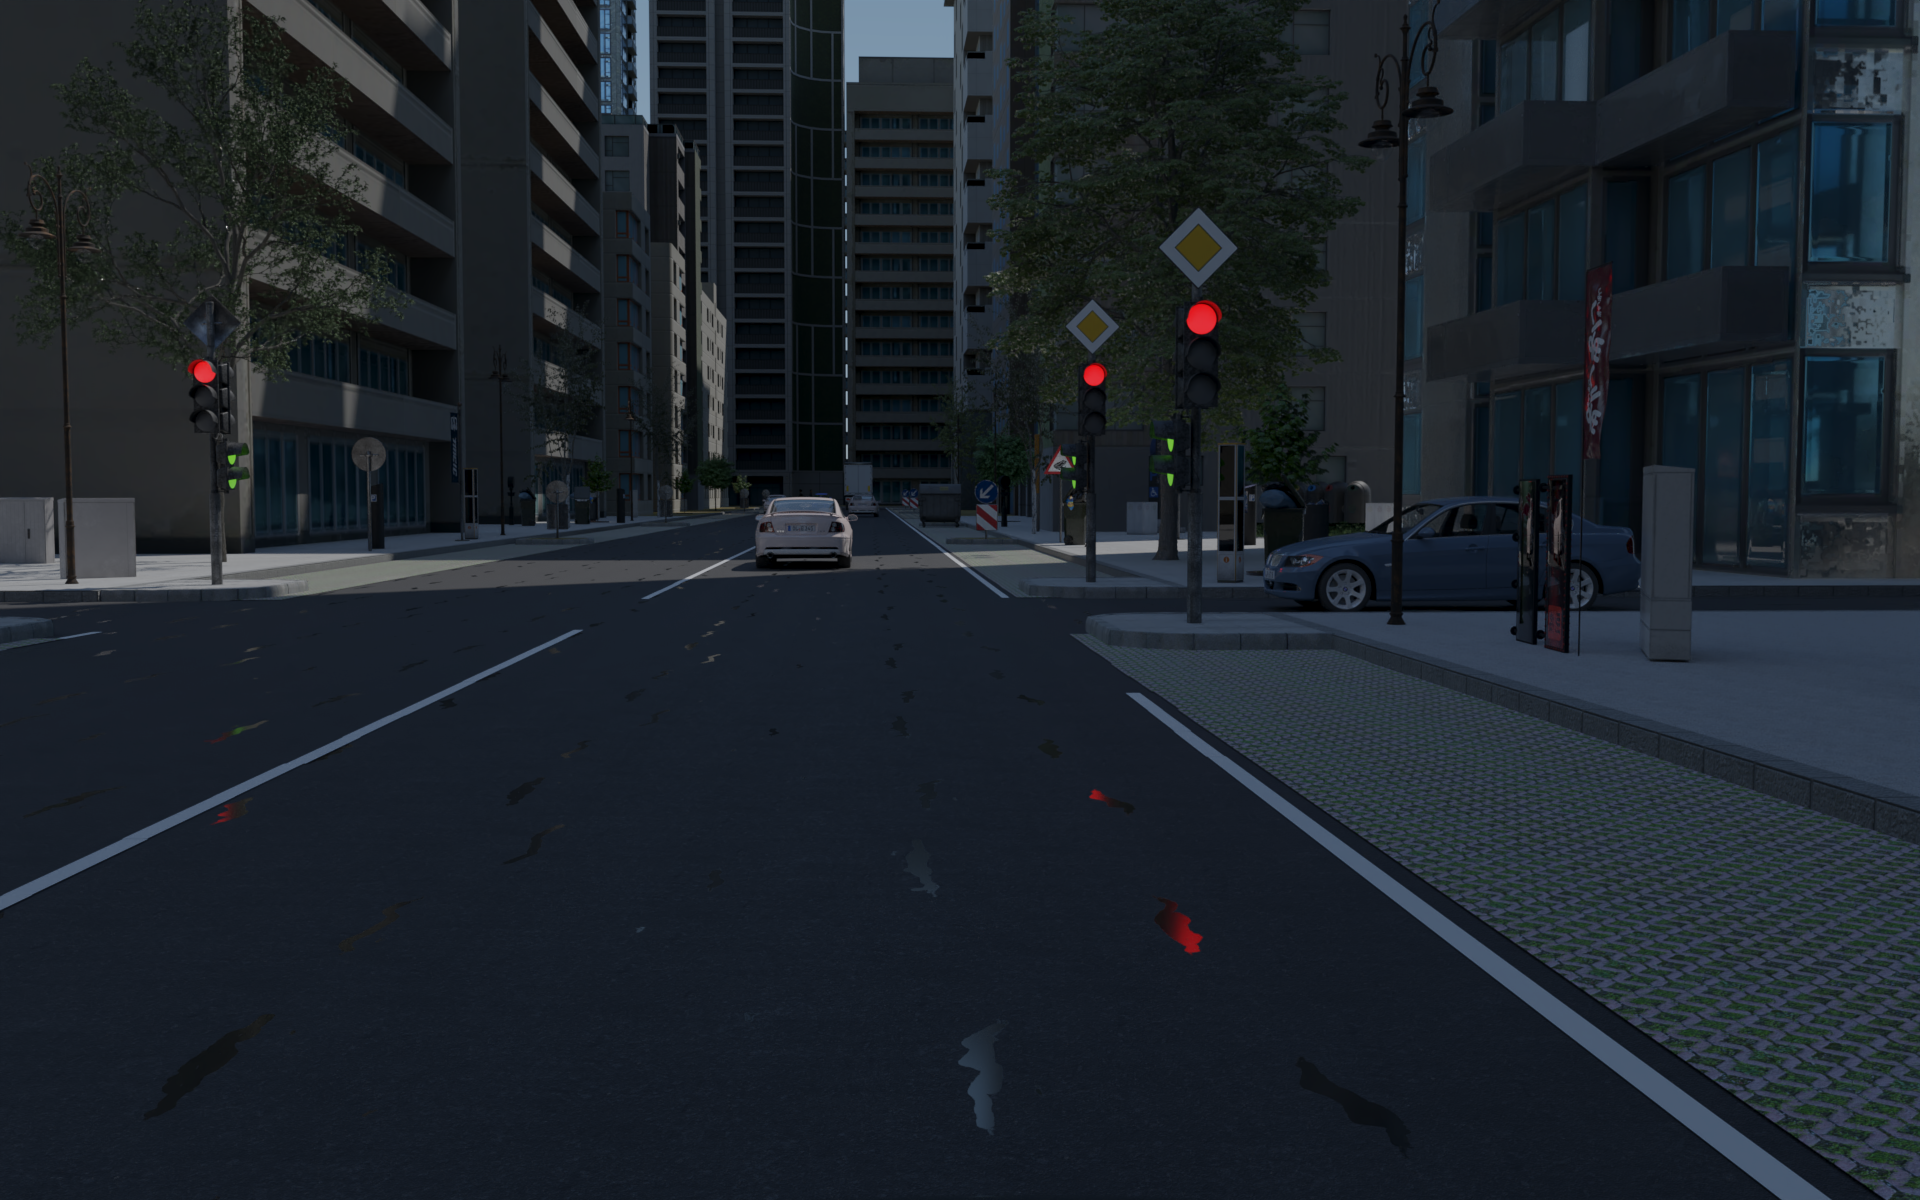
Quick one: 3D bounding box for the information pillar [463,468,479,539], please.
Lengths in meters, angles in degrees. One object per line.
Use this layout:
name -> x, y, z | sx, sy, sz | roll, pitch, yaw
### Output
information pillar -> -13.836, -2.722, 49.001 | 0.304, 2.012, 0.304 | 0, 4, 7

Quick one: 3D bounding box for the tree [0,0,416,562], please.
tree -> -14.056, -5.969, 32.004 | 8.767, 10.594, 7.601 | 1, 4, 11

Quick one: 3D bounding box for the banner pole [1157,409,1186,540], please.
banner pole -> 5.916, -3.583, 48.600 | 0.863, 3.779, 0.401 | 1, 4, 18

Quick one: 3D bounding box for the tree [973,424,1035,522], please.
tree -> 2.060, -5.908, 80.317 | 4.285, 4.588, 4.351 | 0, 3, 0

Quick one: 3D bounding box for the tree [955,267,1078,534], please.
tree -> 2.197, -6.410, 55.165 | 4.360, 8.622, 3.978 | 0, 3, 0

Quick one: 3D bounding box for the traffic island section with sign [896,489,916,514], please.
traffic island section with sign -> -3.498, -7.230, 126.839 | 1.989, 1.847, 2.006 | 0, 4, -3

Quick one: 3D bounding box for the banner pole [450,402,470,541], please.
banner pole -> -13.625, -3.482, 46.951 | 0.401, 3.779, 0.863 | 0, 4, 8

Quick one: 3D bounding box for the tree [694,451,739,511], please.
tree -> -18.449, -9.024, 131.249 | 4.285, 4.588, 4.351 | 0, 3, 0

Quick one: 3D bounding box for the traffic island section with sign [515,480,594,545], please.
traffic island section with sign -> -11.560, -2.507, 49.612 | 1.989, 1.847, 2.006 | 0, 4, -3

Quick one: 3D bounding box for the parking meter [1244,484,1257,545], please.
parking meter -> 7.238, -2.140, 43.400 | 0.372, 1.533, 0.369 | 0, 3, 0

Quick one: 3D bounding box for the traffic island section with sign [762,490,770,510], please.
traffic island section with sign -> -17.100, -8.841, 153.171 | 1.989, 1.847, 2.006 | 0, 4, -3

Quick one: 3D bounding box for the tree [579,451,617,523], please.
tree -> -16.503, -5.119, 78.296 | 1.663, 3.219, 1.824 | 0, 3, 0

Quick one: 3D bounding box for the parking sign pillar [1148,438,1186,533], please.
parking sign pillar -> 6.740, -4.201, 57.158 | 1.447, 3.967, 1.447 | 3, 4, 38

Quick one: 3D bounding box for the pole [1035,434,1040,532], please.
pole -> 2.637, -3.996, 59.177 | 0.158, 3.312, 0.155 | 0, 3, 0

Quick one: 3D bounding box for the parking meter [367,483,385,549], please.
parking meter -> -13.668, -1.964, 40.515 | 0.372, 1.533, 0.369 | 0, 3, 0

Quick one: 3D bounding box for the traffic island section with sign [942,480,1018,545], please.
traffic island section with sign -> 0.604, -2.517, 49.773 | 1.989, 1.847, 2.006 | 0, 4, -3

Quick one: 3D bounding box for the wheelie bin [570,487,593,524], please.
wheelie bin -> -16.007, -3.997, 73.267 | 0.980, 1.594, 0.693 | -1, 4, -10

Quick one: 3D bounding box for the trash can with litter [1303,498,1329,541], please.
trash can with litter -> 7.346, -1.392, 33.813 | 2.233, 1.210, 1.678 | 0, 4, 2

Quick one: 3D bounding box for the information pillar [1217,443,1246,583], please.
information pillar -> 3.917, -1.256, 25.030 | 0.304, 2.012, 0.304 | 2, 4, 33

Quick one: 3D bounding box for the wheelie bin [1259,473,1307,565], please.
wheelie bin -> 4.823, -1.099, 25.873 | 0.693, 1.594, 0.980 | 1, 4, 13

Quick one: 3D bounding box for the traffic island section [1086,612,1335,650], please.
traffic island section -> 2.353, 0.309, 17.236 | 2.009, 0.180, 2.903 | 0, 4, -3

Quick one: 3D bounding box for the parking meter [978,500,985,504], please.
parking meter -> 0.963, -4.279, 75.669 | 0.399, 1.863, 0.255 | 1, 4, 8

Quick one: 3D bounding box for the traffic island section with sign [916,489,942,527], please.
traffic island section with sign -> -0.829, -4.170, 76.815 | 1.989, 1.847, 2.006 | 0, 4, -3

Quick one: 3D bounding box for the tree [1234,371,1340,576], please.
tree -> 5.190, -2.005, 27.381 | 1.663, 3.219, 1.824 | 0, 3, 0

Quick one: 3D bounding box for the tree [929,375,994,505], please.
tree -> 0.013, -9.545, 106.426 | 4.737, 8.622, 4.395 | 0, 3, 0

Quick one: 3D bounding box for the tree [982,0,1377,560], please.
tree -> 4.094, -7.075, 33.809 | 7.486, 12.596, 7.792 | 0, 3, 0

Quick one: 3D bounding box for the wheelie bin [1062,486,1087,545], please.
wheelie bin -> 2.922, -2.194, 43.781 | 0.693, 1.594, 0.980 | 0, 4, 3

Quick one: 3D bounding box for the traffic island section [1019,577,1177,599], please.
traffic island section -> 1.927, -0.179, 25.210 | 2.009, 0.180, 2.903 | 0, 4, -3

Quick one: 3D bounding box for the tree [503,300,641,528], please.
tree -> -15.071, -7.061, 65.812 | 4.360, 8.622, 3.978 | 0, 3, 0

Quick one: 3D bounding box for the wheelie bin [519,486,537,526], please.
wheelie bin -> -17.352, -3.769, 69.534 | 0.693, 1.594, 0.980 | -1, 4, -12

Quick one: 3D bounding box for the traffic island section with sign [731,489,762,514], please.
traffic island section with sign -> -15.649, -7.190, 126.182 | 1.989, 1.847, 2.006 | 0, 4, -3

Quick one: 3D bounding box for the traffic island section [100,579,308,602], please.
traffic island section -> -10.547, -0.139, 24.550 | 2.009, 0.180, 2.903 | 0, 4, -3

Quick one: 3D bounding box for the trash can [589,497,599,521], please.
trash can -> -17.549, -4.327, 82.398 | 0.748, 1.137, 0.748 | 0, 3, 0

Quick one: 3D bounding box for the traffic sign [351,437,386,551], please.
traffic sign -> -13.221, -2.363, 38.745 | 0.768, 2.556, 0.104 | 0, 4, -1

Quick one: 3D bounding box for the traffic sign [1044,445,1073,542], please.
traffic sign -> 2.665, -2.804, 45.845 | 0.884, 2.594, 0.081 | 0, 4, 1

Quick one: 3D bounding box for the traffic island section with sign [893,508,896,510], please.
traffic island section with sign -> -4.955, -8.885, 153.898 | 1.989, 1.847, 2.006 | 0, 4, -3

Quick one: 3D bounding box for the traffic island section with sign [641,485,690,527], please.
traffic island section with sign -> -13.015, -4.166, 76.735 | 1.989, 1.847, 2.006 | 0, 4, -3

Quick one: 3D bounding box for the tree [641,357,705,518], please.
tree -> -16.164, -8.790, 94.077 | 4.360, 8.622, 3.978 | 0, 3, 0

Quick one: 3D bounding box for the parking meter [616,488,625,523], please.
parking meter -> -14.986, -4.164, 76.499 | 0.372, 1.533, 0.369 | 0, 3, 0

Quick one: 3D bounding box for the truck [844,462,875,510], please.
truck -> -9.199, -10.339, 157.960 | 2.839, 4.237, 11.283 | 0, 4, -3

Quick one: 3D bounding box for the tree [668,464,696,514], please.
tree -> -17.958, -7.267, 113.418 | 1.663, 3.219, 1.824 | 0, 3, 0

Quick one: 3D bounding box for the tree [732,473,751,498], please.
tree -> -19.897, -9.884, 156.203 | 1.663, 3.219, 1.824 | 0, 3, 0

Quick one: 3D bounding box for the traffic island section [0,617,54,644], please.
traffic island section -> -10.121, 0.349, 16.576 | 2.009, 0.180, 2.903 | 0, 4, -3
